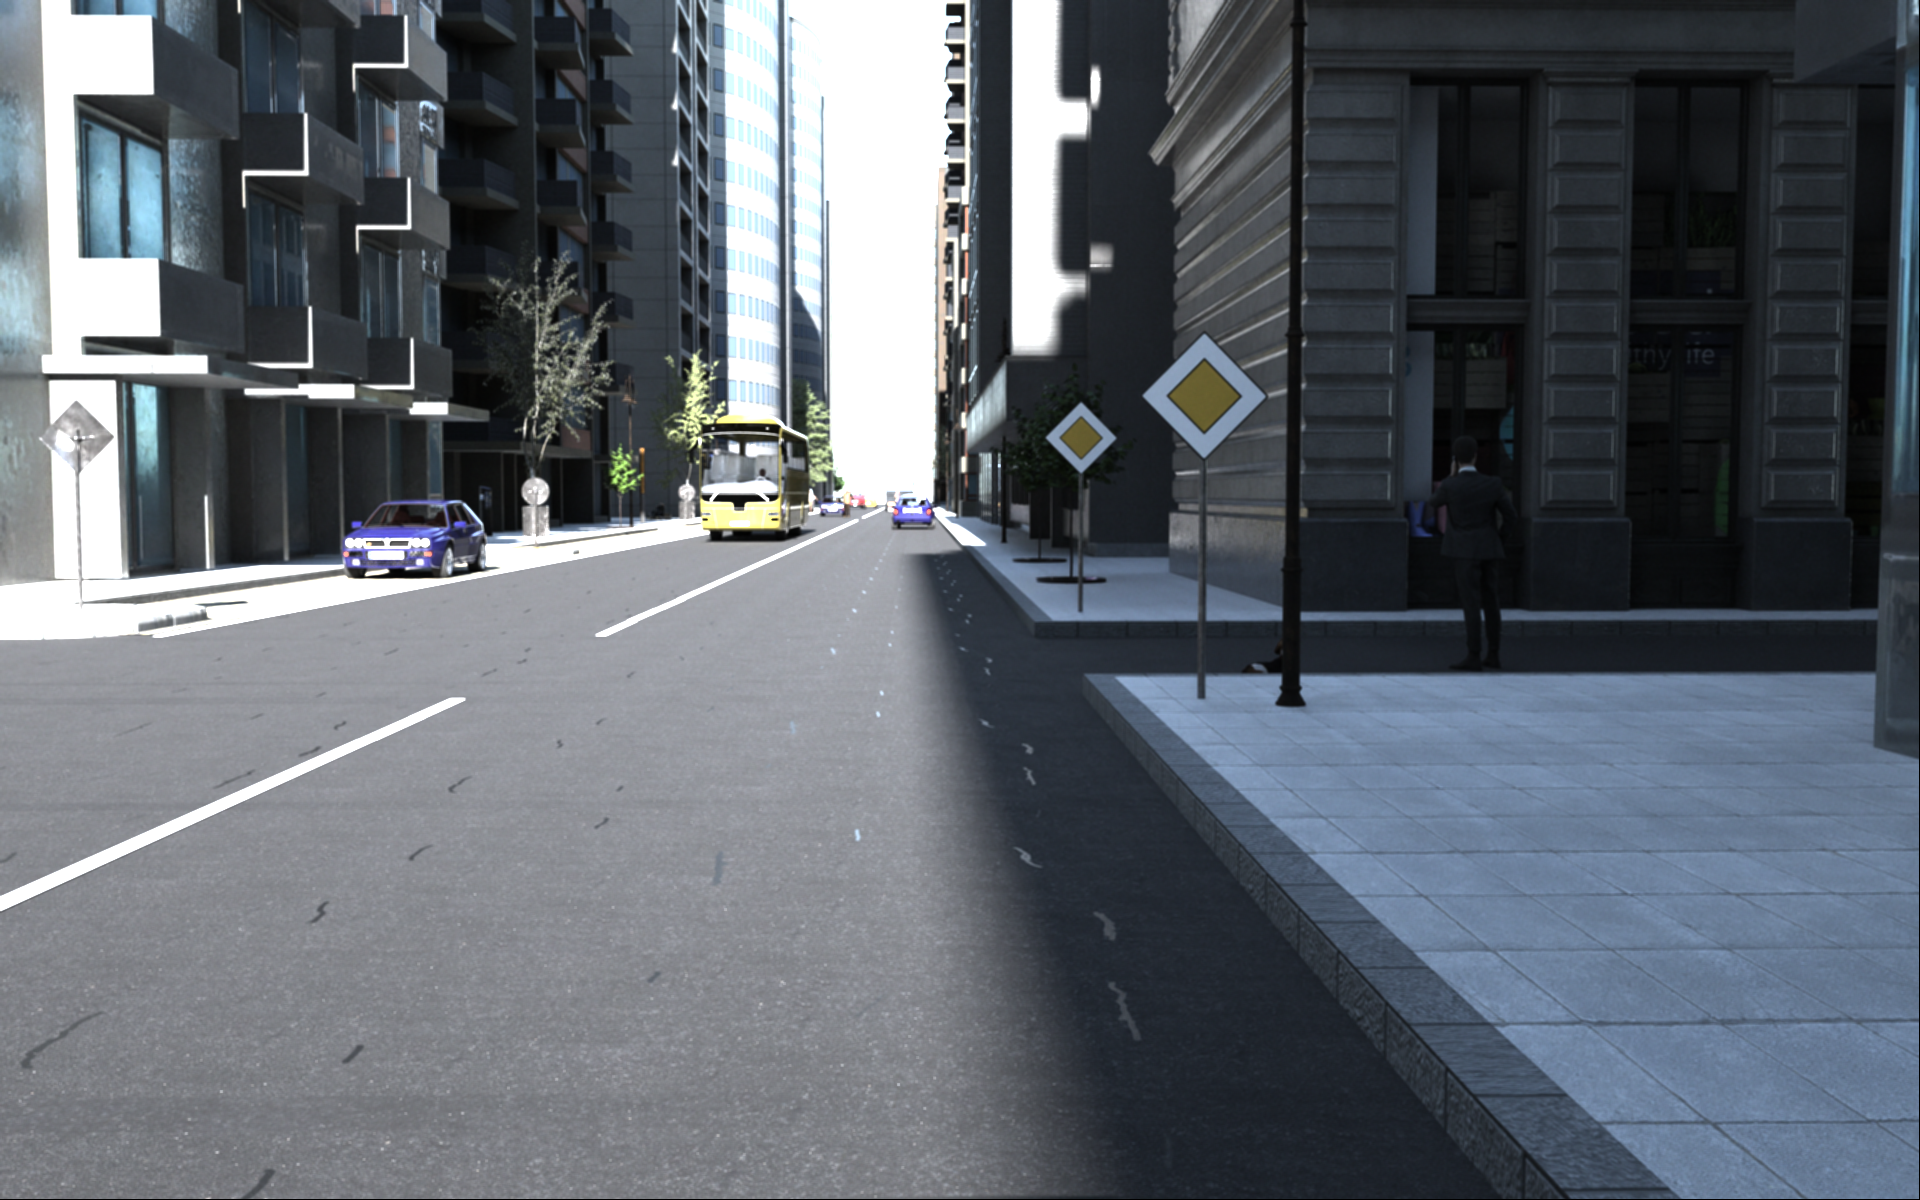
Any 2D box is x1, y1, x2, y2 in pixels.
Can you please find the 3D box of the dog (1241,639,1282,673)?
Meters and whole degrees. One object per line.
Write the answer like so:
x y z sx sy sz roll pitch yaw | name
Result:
2.295 0.436 13.069 0.748 0.427 0.550 1 4 14 | dog

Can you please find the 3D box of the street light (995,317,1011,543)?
1.160 -4.443 45.436 0.468 5.910 1.993 0 4 -1 | street light

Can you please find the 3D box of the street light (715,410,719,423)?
-13.395 -7.507 95.529 0.468 5.910 1.993 0 4 -1 | street light

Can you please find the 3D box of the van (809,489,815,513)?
-12.173 -7.761 133.898 2.013 2.044 4.112 0 4 -2 | van

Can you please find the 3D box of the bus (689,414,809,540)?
-6.628 -4.001 56.963 2.896 3.916 12.252 0 4 -1 | bus

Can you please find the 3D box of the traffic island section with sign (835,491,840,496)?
-14.116 -11.741 200.589 1.989 1.847 2.006 0 4 -1 | traffic island section with sign

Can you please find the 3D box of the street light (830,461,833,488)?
-16.834 -15.572 227.387 0.468 5.910 1.993 0 4 -1 | street light

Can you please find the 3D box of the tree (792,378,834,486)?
-16.250 -15.399 169.904 7.486 12.596 7.792 0 3 0 | tree

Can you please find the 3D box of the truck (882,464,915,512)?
-5.076 -9.652 147.562 2.967 4.110 18.799 0 4 -3 | truck

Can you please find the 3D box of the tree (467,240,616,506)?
-12.482 -6.177 51.356 4.360 8.622 3.978 0 3 0 | tree

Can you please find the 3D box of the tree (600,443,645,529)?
-12.612 -4.302 64.939 1.663 3.219 1.824 0 3 0 | tree

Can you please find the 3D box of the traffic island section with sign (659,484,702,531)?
-10.732 -3.638 68.115 1.989 1.847 2.006 0 4 -1 | traffic island section with sign

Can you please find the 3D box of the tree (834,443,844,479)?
-18.164 -18.018 244.962 4.360 8.622 3.978 0 3 0 | tree

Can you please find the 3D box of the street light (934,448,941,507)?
-2.080 -12.060 169.967 0.468 5.910 1.993 0 4 -1 | street light

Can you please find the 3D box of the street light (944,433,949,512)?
-0.907 -9.095 121.487 0.468 5.910 1.993 0 4 -1 | street light

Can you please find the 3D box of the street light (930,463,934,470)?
-2.990 -14.120 203.647 0.468 5.910 1.993 0 4 -1 | street light

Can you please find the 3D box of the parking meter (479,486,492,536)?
-14.450 -2.713 52.773 0.372 1.533 0.369 0 3 0 | parking meter

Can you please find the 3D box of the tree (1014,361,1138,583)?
1.763 -1.876 25.267 1.663 3.219 1.824 0 3 0 | tree

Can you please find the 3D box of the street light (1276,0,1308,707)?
2.010 -2.297 10.350 0.468 5.910 1.993 0 4 -1 | street light

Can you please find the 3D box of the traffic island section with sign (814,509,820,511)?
-12.690 -8.344 145.055 1.989 1.847 2.006 0 4 -1 | traffic island section with sign

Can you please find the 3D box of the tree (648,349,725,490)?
-13.999 -8.450 88.527 4.737 8.622 4.395 0 3 0 | tree

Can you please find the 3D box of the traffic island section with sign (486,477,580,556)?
-10.016 -1.958 40.649 1.989 1.847 2.006 0 4 -1 | traffic island section with sign

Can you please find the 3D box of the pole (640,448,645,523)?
-14.143 -5.091 77.088 0.158 3.312 0.155 0 3 0 | pole

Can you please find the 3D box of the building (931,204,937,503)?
2.916 -34.400 246.028 14.154 41.232 14.086 0 4 -1 | building

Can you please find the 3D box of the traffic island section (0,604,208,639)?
-9.457 0.225 18.596 2.009 0.180 2.903 0 4 -1 | traffic island section

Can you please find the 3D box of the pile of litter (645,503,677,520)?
-15.020 -4.478 87.181 1.719 0.858 1.176 0 4 -3 | pile of litter

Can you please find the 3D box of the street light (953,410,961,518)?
-0.149 -7.385 93.534 0.468 5.910 1.993 0 4 -1 | street light

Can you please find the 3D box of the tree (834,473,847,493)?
-17.896 -16.347 250.985 4.285 4.588 4.351 0 3 0 | tree

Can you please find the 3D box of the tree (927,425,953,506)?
-1.347 -14.085 180.655 4.360 8.622 3.978 0 3 0 | tree

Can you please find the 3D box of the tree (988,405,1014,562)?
1.567 -2.326 32.625 1.663 3.219 1.824 0 3 0 | tree

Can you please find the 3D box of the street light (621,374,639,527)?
-12.746 -5.763 67.006 0.468 5.910 1.993 0 4 -1 | street light
